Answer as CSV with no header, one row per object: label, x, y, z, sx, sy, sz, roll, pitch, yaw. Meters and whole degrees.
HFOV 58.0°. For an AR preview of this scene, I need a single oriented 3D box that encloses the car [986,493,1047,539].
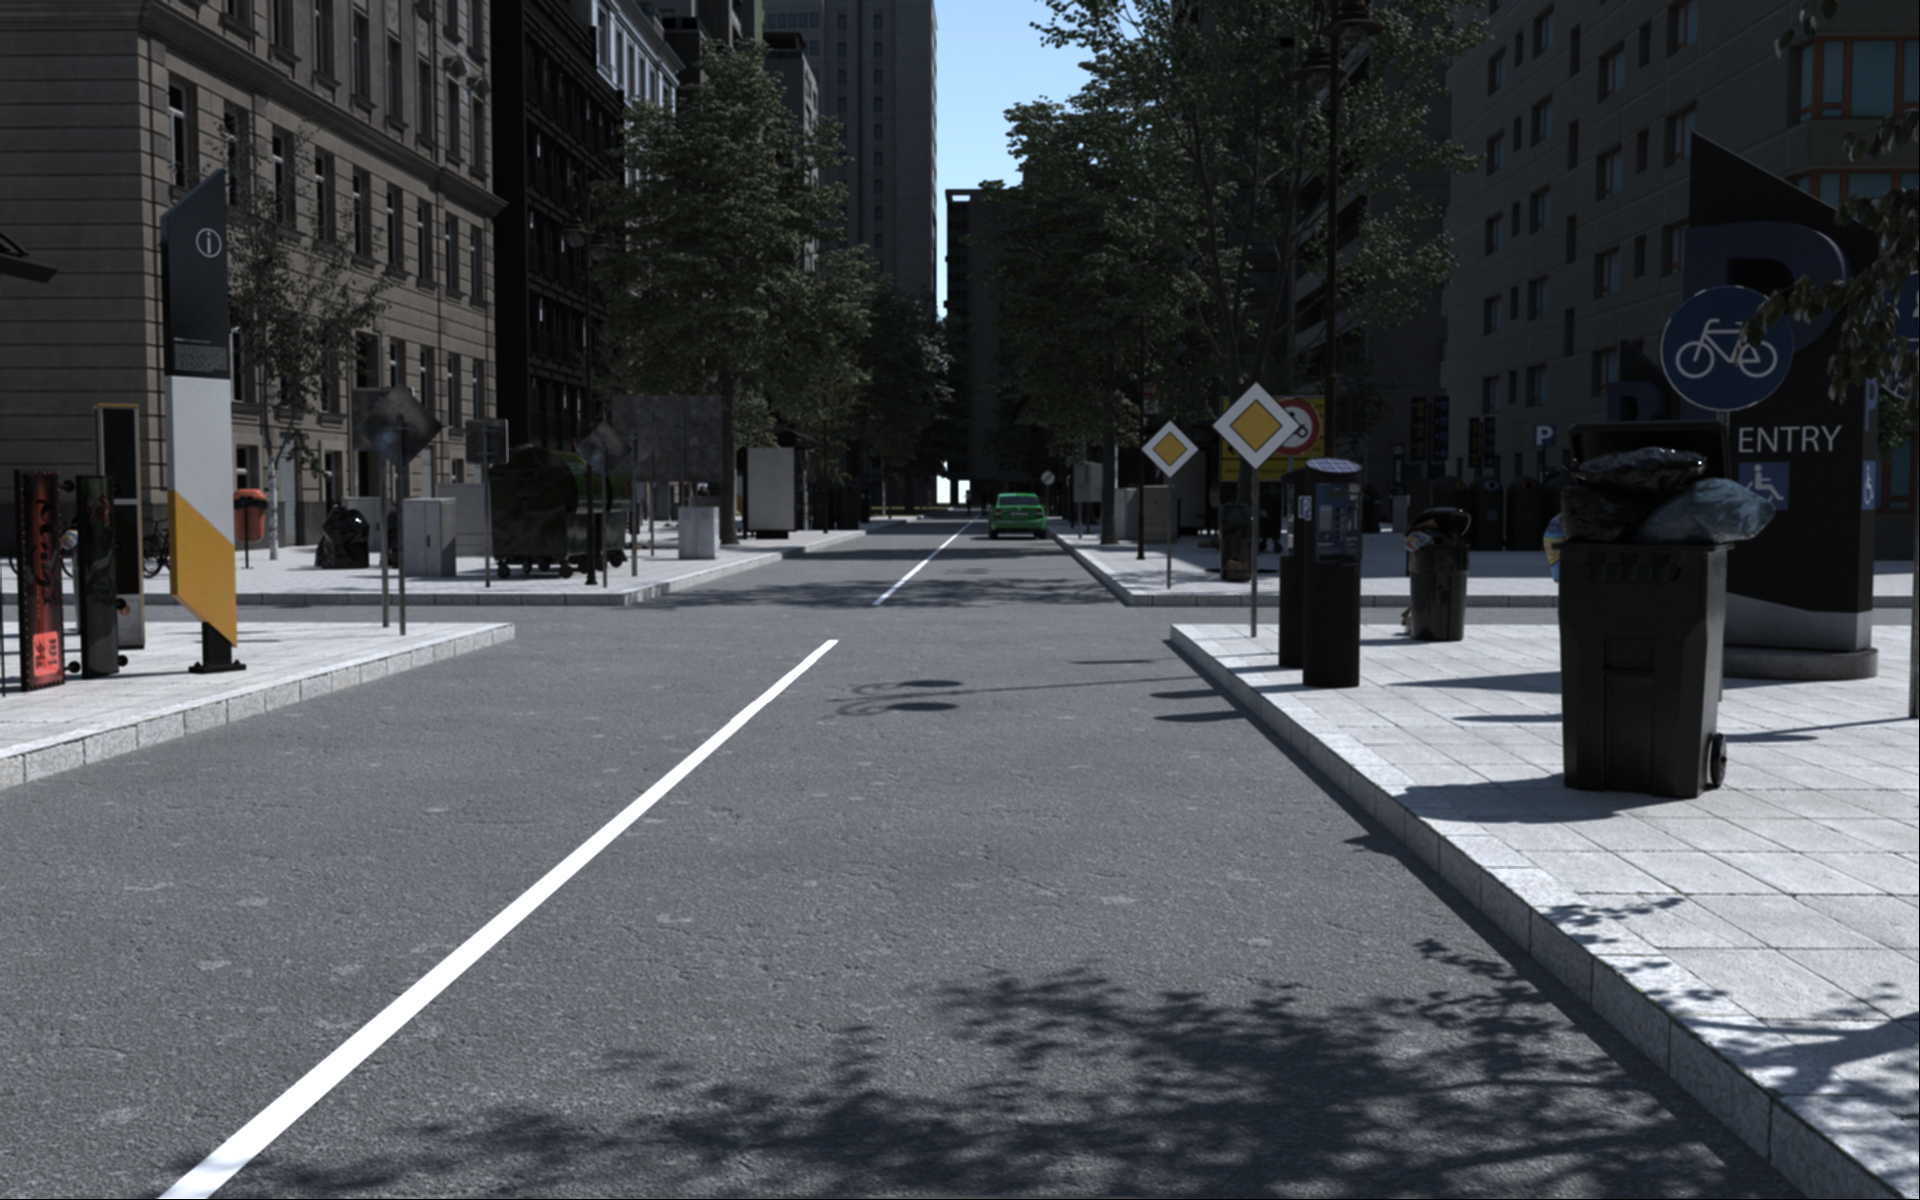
car,1.829,-2.896,56.143,1.959,1.807,4.718,0,4,0

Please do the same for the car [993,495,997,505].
car,3.349,-7.922,142.111,1.945,1.354,3.894,0,4,2

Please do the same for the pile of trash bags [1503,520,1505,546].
pile of trash bags,12.645,-2.025,42.856,1.912,1.369,3.447,2,4,30

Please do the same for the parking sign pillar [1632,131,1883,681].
parking sign pillar,5.865,-1.469,12.486,1.447,3.967,1.447,3,5,41

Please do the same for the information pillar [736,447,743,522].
information pillar,-9.886,-5.337,78.614,0.504,3.616,0.183,0,4,-6

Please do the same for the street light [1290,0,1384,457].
street light,3.005,-2.522,14.016,0.468,5.910,1.993,0,4,1

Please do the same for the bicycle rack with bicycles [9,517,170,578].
bicycle rack with bicycles,-12.780,-0.827,26.902,2.925,0.926,2.852,2,4,24

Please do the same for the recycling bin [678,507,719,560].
recycling bin,-5.149,-1.321,34.156,0.722,1.027,0.722,0,4,0

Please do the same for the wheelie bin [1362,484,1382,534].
wheelie bin,13.328,-2.976,56.558,0.693,1.594,0.980,3,4,37

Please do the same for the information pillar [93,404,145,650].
information pillar,-6.937,-0.599,14.292,0.304,2.012,0.304,-2,4,-33

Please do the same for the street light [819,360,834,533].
street light,-4.403,-5.124,56.562,0.468,5.910,1.993,0,4,1

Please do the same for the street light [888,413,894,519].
street light,-3.615,-7.118,89.169,0.468,5.910,1.993,0,4,1

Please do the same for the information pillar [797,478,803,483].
information pillar,-7.165,-4.453,77.302,0.304,2.012,0.304,3,4,38

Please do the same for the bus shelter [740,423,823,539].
bus shelter,-5.382,-3.549,51.950,2.014,3.302,5.546,0,4,1

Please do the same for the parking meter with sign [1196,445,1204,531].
parking meter with sign,8.377,-3.979,61.317,0.543,3.016,1.738,0,4,3

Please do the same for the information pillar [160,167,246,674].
information pillar,-5.415,-1.284,12.352,0.183,3.616,0.504,2,4,31

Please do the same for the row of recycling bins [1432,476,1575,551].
row of recycling bins,12.313,-1.963,39.208,3.534,1.692,1.069,0,4,-4

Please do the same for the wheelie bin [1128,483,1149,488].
wheelie bin,5.220,-2.638,51.035,0.980,1.594,0.693,-1,4,-14

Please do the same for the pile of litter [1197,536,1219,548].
pile of litter,6.237,-1.669,41.253,1.176,0.858,1.719,0,4,2

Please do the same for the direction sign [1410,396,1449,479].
direction sign,10.919,-2.956,40.329,0.876,3.537,0.379,2,4,32

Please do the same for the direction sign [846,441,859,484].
direction sign,-4.602,-5.040,74.406,0.379,3.537,0.876,2,4,32

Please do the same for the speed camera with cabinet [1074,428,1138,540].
speed camera with cabinet,4.160,-3.361,49.283,0.660,3.252,2.038,-3,5,-43

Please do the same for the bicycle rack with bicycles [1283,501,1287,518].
bicycle rack with bicycles,16.538,-4.698,90.194,2.852,0.926,2.925,-2,4,-28

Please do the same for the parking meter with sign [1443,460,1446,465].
parking meter with sign,20.631,-4.558,70.791,0.543,3.016,1.738,-3,5,-40

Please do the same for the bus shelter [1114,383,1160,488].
bus shelter,6.059,-5.037,59.992,2.179,5.291,8.768,0,4,1

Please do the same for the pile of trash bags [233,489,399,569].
pile of trash bags,-10.936,-1.255,30.268,3.447,1.369,1.912,-1,4,-11

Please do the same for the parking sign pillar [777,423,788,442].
parking sign pillar,-6.648,-4.788,66.758,1.447,3.967,1.447,1,4,11

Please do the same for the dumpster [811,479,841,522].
dumpster,-4.960,-3.651,65.447,1.264,1.857,1.865,0,4,1

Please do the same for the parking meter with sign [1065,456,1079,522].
parking meter with sign,5.277,-5.118,79.943,0.543,3.016,1.738,1,4,15

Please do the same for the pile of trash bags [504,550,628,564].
pile of trash bags,-7.222,-1.425,33.044,1.912,1.369,3.447,1,4,11

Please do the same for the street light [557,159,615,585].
street light,-5.219,-3.153,24.344,0.468,5.910,1.993,0,4,1

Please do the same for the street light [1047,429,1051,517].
street light,5.099,-7.669,98.171,0.468,5.910,1.993,0,4,1

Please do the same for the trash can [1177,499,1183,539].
trash can,5.730,-2.191,47.476,0.748,1.137,0.748,0,3,0

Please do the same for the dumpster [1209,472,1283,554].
dumpster,6.351,-2.179,38.116,1.502,2.255,1.985,0,4,2

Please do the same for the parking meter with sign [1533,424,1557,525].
parking meter with sign,15.009,-2.937,44.279,0.543,3.016,1.738,2,4,25

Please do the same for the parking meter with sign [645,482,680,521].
parking meter with sign,-14.222,-5.279,82.566,1.738,3.016,0.543,-3,4,-37

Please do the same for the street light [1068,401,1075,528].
street light,4.300,-5.700,65.977,0.468,5.910,1.993,0,4,1

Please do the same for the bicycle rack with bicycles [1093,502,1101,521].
bicycle rack with bicycles,6.838,-4.230,82.544,2.852,0.926,2.925,0,4,-5

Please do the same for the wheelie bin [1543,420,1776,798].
wheelie bin,3.001,0.022,7.541,0.980,1.594,0.693,2,4,32

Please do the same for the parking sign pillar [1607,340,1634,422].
parking sign pillar,11.669,-2.520,29.672,1.447,3.967,1.447,-1,4,-20

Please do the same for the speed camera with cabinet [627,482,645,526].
speed camera with cabinet,-13.198,-4.616,69.813,0.660,3.252,2.038,-1,4,-22

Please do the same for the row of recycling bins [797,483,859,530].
row of recycling bins,-5.412,-3.389,62.517,3.534,1.692,1.069,0,4,2

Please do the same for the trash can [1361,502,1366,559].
trash can,7.261,-1.280,32.583,0.748,1.137,0.748,0,3,0

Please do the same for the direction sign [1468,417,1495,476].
direction sign,15.409,-3.622,51.222,0.379,3.537,0.876,-3,4,-38

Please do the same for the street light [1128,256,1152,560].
street light,3.548,-3.731,33.790,0.468,5.910,1.993,0,4,1

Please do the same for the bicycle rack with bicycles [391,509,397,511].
bicycle rack with bicycles,-13.181,-1.718,41.469,2.852,0.926,2.925,1,4,18

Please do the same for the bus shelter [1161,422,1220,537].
bus shelter,6.961,-3.513,51.353,2.014,3.302,5.546,0,4,1
